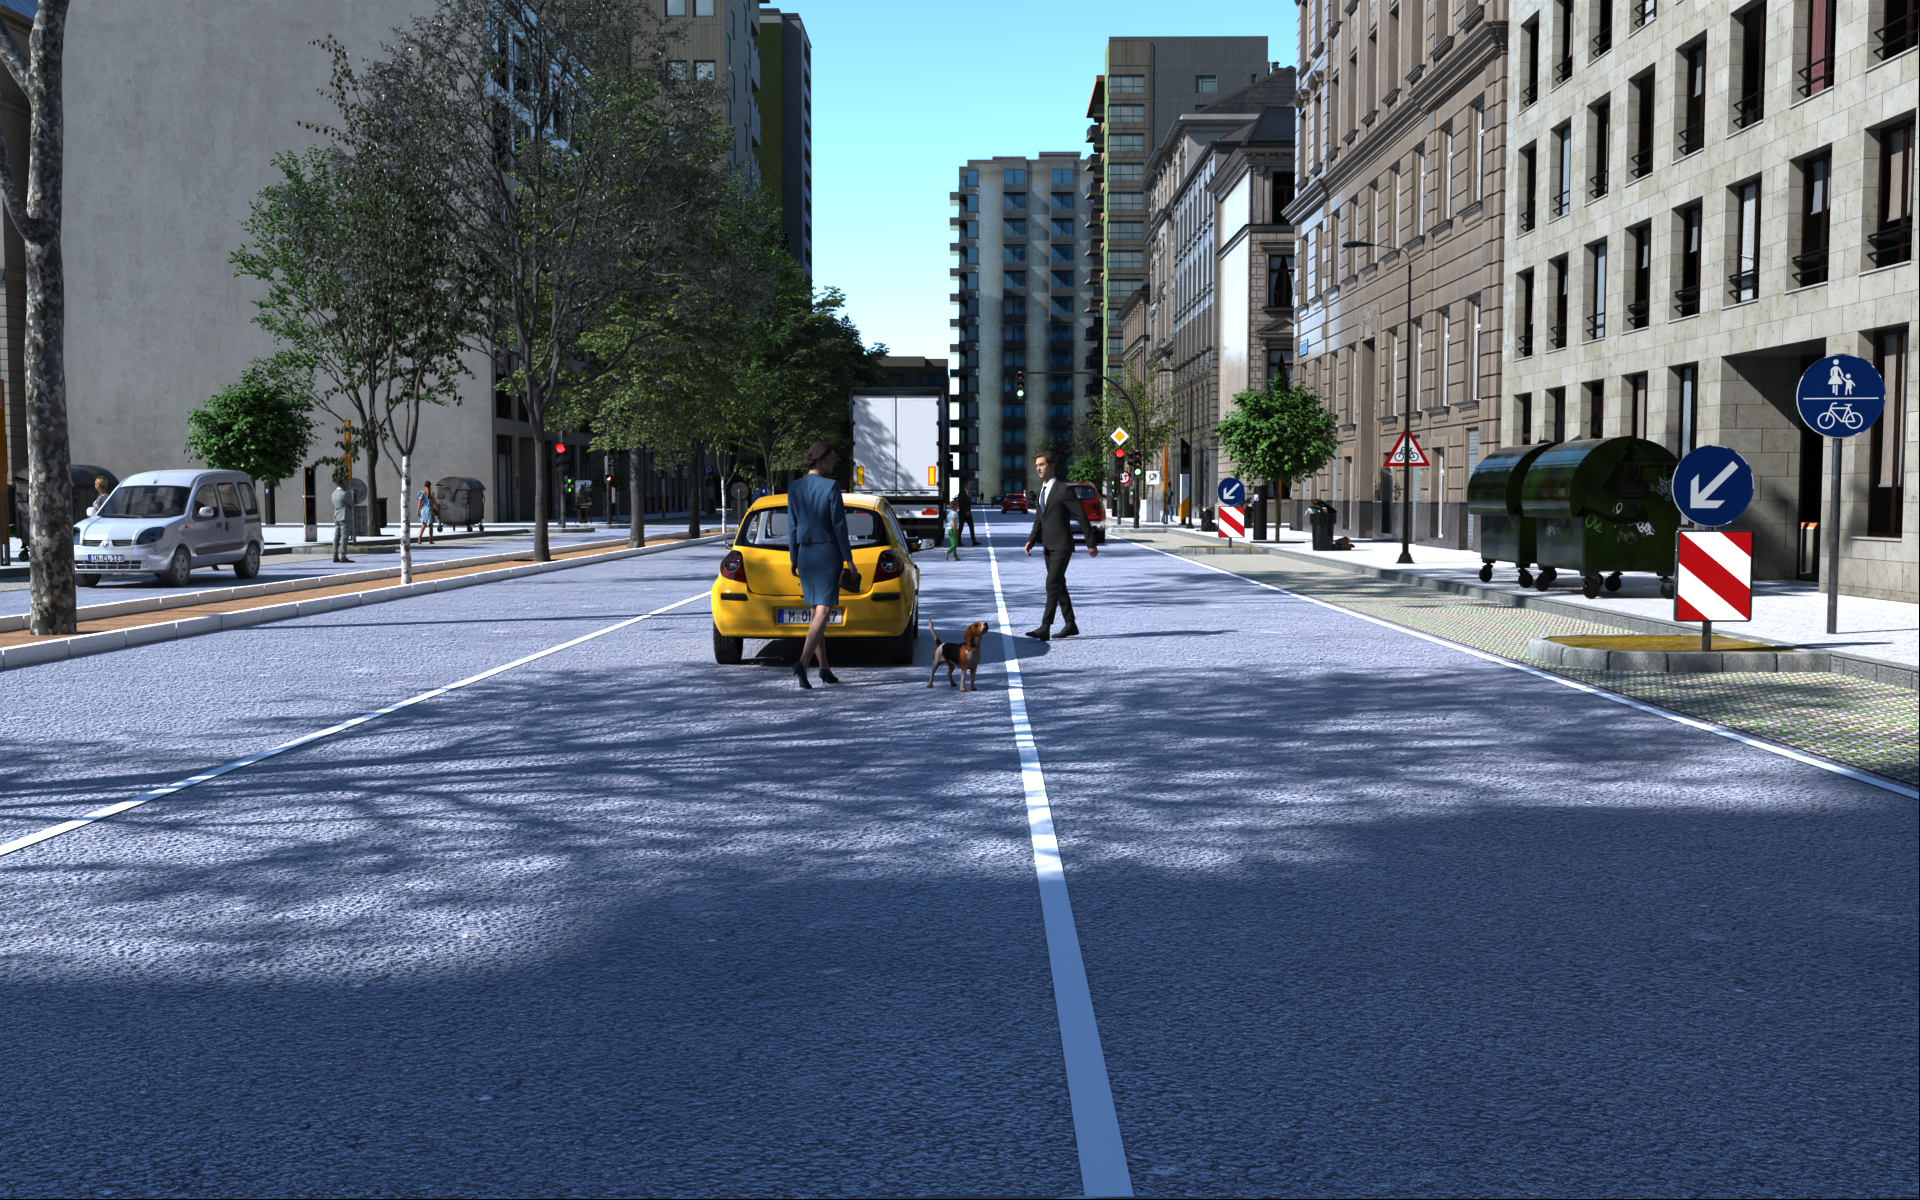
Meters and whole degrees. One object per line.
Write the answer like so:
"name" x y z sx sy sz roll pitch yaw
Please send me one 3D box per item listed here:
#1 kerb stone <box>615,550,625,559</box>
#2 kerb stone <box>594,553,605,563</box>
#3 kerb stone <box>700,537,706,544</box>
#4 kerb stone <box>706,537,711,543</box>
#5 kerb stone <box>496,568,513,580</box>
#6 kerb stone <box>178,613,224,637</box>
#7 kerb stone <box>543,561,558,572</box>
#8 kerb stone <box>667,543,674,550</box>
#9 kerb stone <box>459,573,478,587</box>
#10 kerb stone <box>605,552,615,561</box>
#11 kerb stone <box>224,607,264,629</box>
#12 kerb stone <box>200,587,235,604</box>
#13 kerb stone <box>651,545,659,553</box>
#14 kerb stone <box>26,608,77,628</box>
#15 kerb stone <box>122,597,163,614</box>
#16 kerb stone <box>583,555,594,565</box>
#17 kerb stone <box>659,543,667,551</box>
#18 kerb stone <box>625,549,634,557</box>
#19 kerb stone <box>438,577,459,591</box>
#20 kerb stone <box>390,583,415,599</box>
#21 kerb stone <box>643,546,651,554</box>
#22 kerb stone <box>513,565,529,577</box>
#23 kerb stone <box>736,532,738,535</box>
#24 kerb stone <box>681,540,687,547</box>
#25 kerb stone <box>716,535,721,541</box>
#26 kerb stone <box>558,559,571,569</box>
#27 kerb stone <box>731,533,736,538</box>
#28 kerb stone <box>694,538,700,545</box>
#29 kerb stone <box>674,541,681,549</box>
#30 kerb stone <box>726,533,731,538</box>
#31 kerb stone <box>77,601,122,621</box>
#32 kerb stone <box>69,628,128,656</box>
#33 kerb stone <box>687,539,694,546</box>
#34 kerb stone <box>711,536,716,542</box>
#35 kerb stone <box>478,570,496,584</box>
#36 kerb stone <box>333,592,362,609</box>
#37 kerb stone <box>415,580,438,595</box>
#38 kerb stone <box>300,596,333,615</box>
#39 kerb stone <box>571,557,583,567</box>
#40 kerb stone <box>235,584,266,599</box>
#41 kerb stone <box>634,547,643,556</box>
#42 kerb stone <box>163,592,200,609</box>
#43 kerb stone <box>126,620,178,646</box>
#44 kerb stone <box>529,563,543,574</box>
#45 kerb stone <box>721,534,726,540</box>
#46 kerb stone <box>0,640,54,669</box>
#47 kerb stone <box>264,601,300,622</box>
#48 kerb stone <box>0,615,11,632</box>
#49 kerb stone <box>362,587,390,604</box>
"kerb stone" -7.640 -0.987 38.340 0.120 0.150 1.000 0 4 1
"kerb stone" -7.666 -0.857 36.296 0.120 0.150 1.000 0 4 1
"kerb stone" -7.501 -1.673 49.610 0.120 0.150 1.000 0 4 1
"kerb stone" -7.492 -1.736 50.632 0.120 0.150 1.000 0 4 1
"kerb stone" -7.755 -0.424 29.123 0.120 0.150 1.000 0 4 1
"kerb stone" -7.889 0.267 17.833 0.120 0.150 1.000 0 4 1
"kerb stone" -7.709 -0.612 32.199 0.120 0.150 1.000 0 4 1
"kerb stone" -7.563 -1.364 44.491 0.120 0.150 1.000 0 4 1
"kerb stone" -7.779 -0.292 27.073 0.120 0.150 1.000 0 4 1
"kerb stone" -7.652 -0.925 37.318 0.120 0.150 1.000 0 4 1
"kerb stone" -7.876 0.204 18.859 0.120 0.150 1.000 0 4 1
"kerb stone" -9.927 -0.047 22.967 0.120 0.150 1.000 0 4 1
"kerb stone" -7.587 -1.238 42.439 0.120 0.150 1.000 0 4 1
"kerb stone" -9.974 0.209 18.866 0.120 0.150 1.000 0 4 1
"kerb stone" -9.956 0.079 20.910 0.120 0.150 1.000 0 4 1
"kerb stone" -7.682 -0.793 35.271 0.120 0.150 1.000 0 4 1
"kerb stone" -7.576 -1.298 43.469 0.120 0.150 1.000 0 4 1
"kerb stone" -7.631 -1.050 39.362 0.120 0.150 1.000 0 4 1
"kerb stone" -7.779 -0.232 26.051 0.120 0.150 1.000 0 4 1
"kerb stone" -7.815 -0.109 24.001 0.120 0.150 1.000 0 4 1
"kerb stone" -7.600 -1.171 41.412 0.120 0.150 1.000 0 4 1
"kerb stone" -7.738 -0.487 30.155 0.120 0.150 1.000 0 4 1
"kerb stone" -7.421 -2.115 56.782 0.120 0.150 1.000 0 4 1
"kerb stone" -7.536 -1.489 46.535 0.120 0.150 1.000 0 4 1
"kerb stone" -7.471 -1.865 52.680 0.120 0.150 1.000 0 4 1
"kerb stone" -7.697 -0.674 33.221 0.120 0.150 1.000 0 4 1
"kerb stone" -7.425 -2.052 55.751 0.120 0.150 1.000 0 4 1
"kerb stone" -7.515 -1.614 48.582 0.120 0.150 1.000 0 4 1
"kerb stone" -7.546 -1.419 45.513 0.120 0.150 1.000 0 4 1
"kerb stone" -7.440 -1.990 54.728 0.120 0.150 1.000 0 4 1
"kerb stone" -9.958 0.146 19.888 0.120 0.150 1.000 0 4 1
"kerb stone" -7.910 0.392 15.782 0.120 0.150 1.000 0 4 1
"kerb stone" -7.530 -1.551 47.560 0.120 0.150 1.000 0 4 1
"kerb stone" -7.489 -1.799 51.656 0.120 0.150 1.000 0 4 1
"kerb stone" -7.766 -0.361 28.101 0.120 0.150 1.000 0 4 1
"kerb stone" -7.841 0.019 21.930 0.120 0.150 1.000 0 4 1
"kerb stone" -7.802 -0.173 25.028 0.120 0.150 1.000 0 4 1
"kerb stone" -7.846 0.079 20.903 0.120 0.150 1.000 0 4 1
"kerb stone" -7.685 -0.737 34.249 0.120 0.150 1.000 0 4 1
"kerb stone" -9.912 -0.110 23.995 0.120 0.150 1.000 0 4 1
"kerb stone" -7.620 -1.111 40.385 0.120 0.150 1.000 0 4 1
"kerb stone" -9.944 0.020 21.945 0.120 0.150 1.000 0 4 1
"kerb stone" -7.902 0.330 16.804 0.120 0.150 1.000 0 4 1
"kerb stone" -7.732 -0.544 31.178 0.120 0.150 1.000 0 4 1
"kerb stone" -7.458 -1.927 53.702 0.120 0.150 1.000 0 4 1
"kerb stone" -7.923 0.455 14.760 0.120 0.150 1.000 0 4 1
"kerb stone" -7.869 0.142 19.881 0.120 0.150 1.000 0 4 1
"kerb stone" -9.988 0.267 17.844 0.120 0.150 1.000 0 4 1
"kerb stone" -7.815 -0.045 22.957 0.120 0.150 1.000 0 4 1
